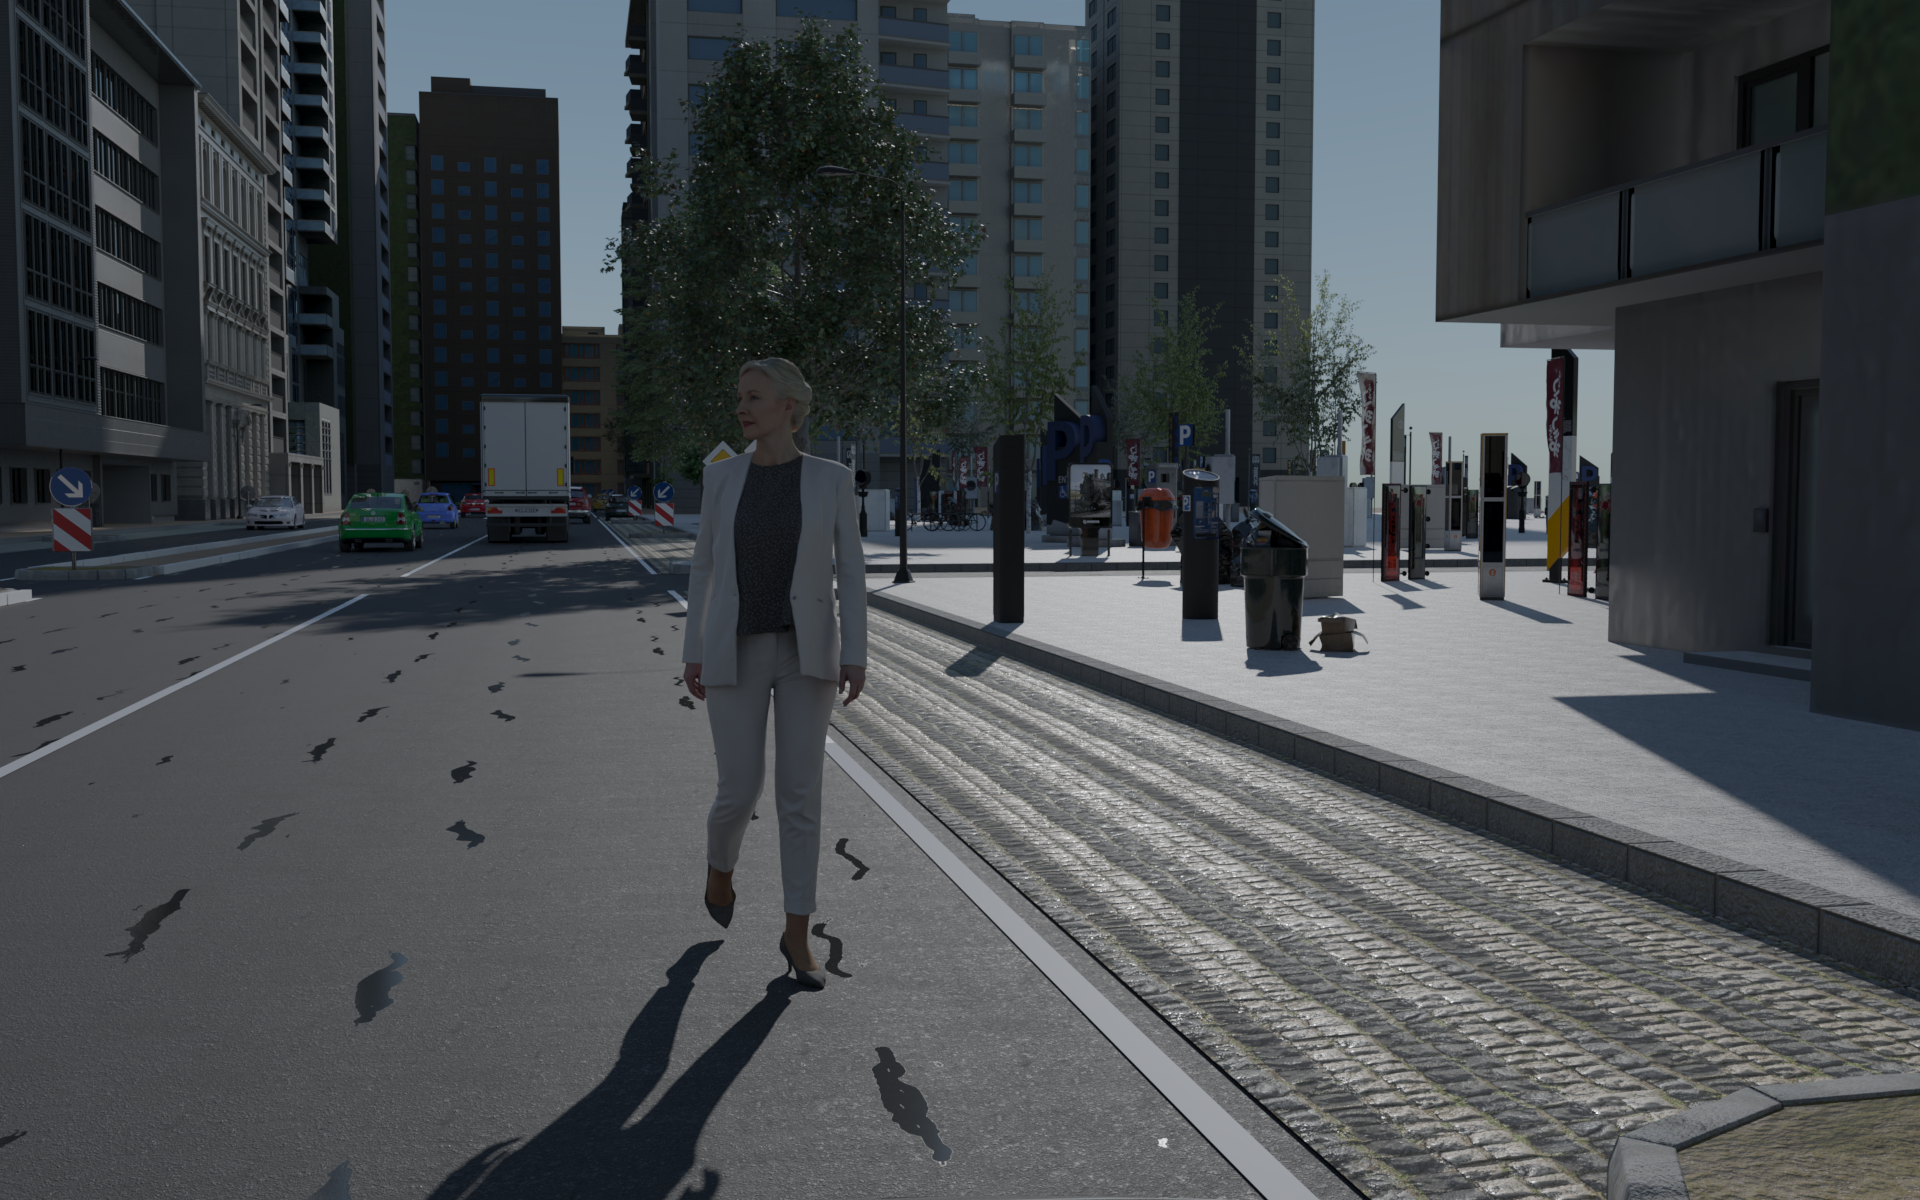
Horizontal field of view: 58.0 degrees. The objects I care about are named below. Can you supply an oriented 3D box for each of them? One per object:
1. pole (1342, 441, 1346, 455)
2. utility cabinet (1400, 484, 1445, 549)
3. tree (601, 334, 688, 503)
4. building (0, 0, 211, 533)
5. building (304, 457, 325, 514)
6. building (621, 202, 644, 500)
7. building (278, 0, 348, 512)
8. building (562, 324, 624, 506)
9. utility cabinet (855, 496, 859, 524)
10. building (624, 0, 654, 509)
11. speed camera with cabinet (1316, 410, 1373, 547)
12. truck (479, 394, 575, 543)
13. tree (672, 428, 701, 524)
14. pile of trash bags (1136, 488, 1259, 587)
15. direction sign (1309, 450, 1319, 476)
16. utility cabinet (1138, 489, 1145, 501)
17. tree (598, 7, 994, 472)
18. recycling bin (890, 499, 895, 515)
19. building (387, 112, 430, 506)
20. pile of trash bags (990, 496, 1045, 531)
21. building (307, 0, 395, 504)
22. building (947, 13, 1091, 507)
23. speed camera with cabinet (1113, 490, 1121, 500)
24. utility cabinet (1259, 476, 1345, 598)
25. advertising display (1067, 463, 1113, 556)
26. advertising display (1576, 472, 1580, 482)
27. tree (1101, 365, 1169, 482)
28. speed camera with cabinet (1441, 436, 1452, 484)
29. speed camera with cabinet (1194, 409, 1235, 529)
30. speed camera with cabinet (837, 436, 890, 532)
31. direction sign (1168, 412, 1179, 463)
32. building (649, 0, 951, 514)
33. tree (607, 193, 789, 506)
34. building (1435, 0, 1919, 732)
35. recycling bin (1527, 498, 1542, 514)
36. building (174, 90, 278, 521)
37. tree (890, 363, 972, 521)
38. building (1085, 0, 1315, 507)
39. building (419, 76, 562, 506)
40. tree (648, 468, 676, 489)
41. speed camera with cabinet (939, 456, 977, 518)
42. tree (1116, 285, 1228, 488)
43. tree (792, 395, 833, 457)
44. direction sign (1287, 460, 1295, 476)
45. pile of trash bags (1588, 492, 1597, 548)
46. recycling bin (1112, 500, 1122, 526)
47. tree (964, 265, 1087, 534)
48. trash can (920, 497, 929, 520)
[{"bbox_3d":[14.656,-4.428,66.240,0.158,3.312,0.155,0,3,0],"label":"pole"},{"bbox_3d":[10.710,-1.922,40.098,1.173,1.500,0.318,0,4,-3],"label":"utility cabinet"},{"bbox_3d":[-17.622,-10.250,101.997,7.601,10.594,8.767,-1,4,-15],"label":"tree"},{"bbox_3d":[-38.984,-15.055,65.215,14.314,24.678,30.058,-1,4,-13],"label":"building"},{"bbox_3d":[-51.819,-40.964,108.011,20.563,71.187,20.611,-1,4,-13],"label":"building"},{"bbox_3d":[-26.944,-24.645,174.642,14.160,30.474,14.107,-1,4,-13],"label":"building"},{"bbox_3d":[-59.307,-50.128,132.265,22.319,86.520,31.000,-1,4,-13],"label":"building"},{"bbox_3d":[-31.759,-21.913,203.313,28.899,21.520,27.650,-1,4,-13],"label":"building"},{"bbox_3d":[-4.233,-3.499,68.375,0.306,1.237,1.020,-1,4,-20],"label":"utility cabinet"},{"bbox_3d":[-18.149,-30.507,153.416,22.147,44.769,28.867,-1,4,-13],"label":"building"},{"bbox_3d":[9.169,-2.890,41.586,0.660,3.252,2.038,2,4,32],"label":"speed camera with cabinet"},{"bbox_3d":[-13.488,-3.996,54.246,2.839,4.237,11.283,-1,4,-13],"label":"truck"},{"bbox_3d":[-10.639,-5.501,73.653,4.285,4.588,4.351,0,3,0],"label":"tree"},{"bbox_3d":[3.795,-0.950,25.279,1.912,1.369,3.447,-3,4,-36],"label":"pile of trash bags"},{"bbox_3d":[18.232,-5.891,88.319,0.876,3.537,0.379,2,4,29],"label":"direction sign"},{"bbox_3d":[8.539,-4.188,77.155,1.173,1.500,0.318,1,4,18],"label":"utility cabinet"},{"bbox_3d":[-3.789,-7.607,41.386,9.611,12.733,9.660,0,3,0],"label":"tree"},{"bbox_3d":[-3.854,-5.151,96.768,0.722,1.027,0.722,1,4,13],"label":"recycling bin"},{"bbox_3d":[-65.243,-30.843,187.872,14.086,41.232,14.154,-1,4,-13],"label":"building"},{"bbox_3d":[2.664,-3.148,61.230,3.447,1.369,1.912,1,4,12],"label":"pile of trash bags"},{"bbox_3d":[-68.434,-37.899,161.650,28.212,58.520,21.231,-1,4,-13],"label":"building"},{"bbox_3d":[-1.921,-34.009,175.655,30.456,49.044,23.786,-1,4,-13],"label":"building"},{"bbox_3d":[6.249,-5.120,78.045,2.038,3.252,0.660,-2,4,-23],"label":"speed camera with cabinet"},{"bbox_3d":[4.167,-0.764,21.175,1.173,1.500,0.318,-2,4,-34],"label":"utility cabinet"},{"bbox_3d":[2.679,-1.868,35.752,0.974,1.923,0.123,-1,4,-17],"label":"advertising display"},{"bbox_3d":[17.312,-2.710,49.521,0.974,1.923,0.123,-2,4,-29],"label":"advertising display"},{"bbox_3d":[9.817,-9.061,98.511,4.360,8.622,3.978,0,3,0],"label":"tree"},{"bbox_3d":[16.312,-4.008,59.860,0.660,3.252,2.038,-1,4,-23],"label":"speed camera with cabinet"},{"bbox_3d":[6.006,-2.869,41.242,0.660,3.252,2.038,0,4,-6],"label":"speed camera with cabinet"},{"bbox_3d":[-3.459,-3.989,59.549,2.038,3.252,0.660,1,4,12],"label":"speed camera with cabinet"},{"bbox_3d":[5.926,-3.432,48.106,0.379,3.537,0.876,-1,4,-9],"label":"direction sign"},{"bbox_3d":[-11.756,-35.662,125.080,21.231,58.520,28.212,-1,4,-13],"label":"building"},{"bbox_3d":[-9.170,-8.977,64.897,7.486,12.596,7.792,0,3,0],"label":"tree"},{"bbox_3d":[11.470,-20.092,12.093,14.154,41.232,14.086,-1,4,-13],"label":"building"},{"bbox_3d":[37.864,-6.221,114.271,0.722,1.027,0.722,-2,4,-30],"label":"recycling bin"},{"bbox_3d":[-42.856,-15.987,90.272,11.050,23.489,19.941,-1,4,-13],"label":"building"},{"bbox_3d":[-1.821,-7.815,78.136,4.360,8.622,3.978,0,3,0],"label":"tree"},{"bbox_3d":[23.428,-45.506,182.278,20.611,71.187,20.563,-1,4,-13],"label":"building"},{"bbox_3d":[-51.119,-33.047,190.432,14.200,45.320,14.600,-1,4,-13],"label":"building"},{"bbox_3d":[-18.632,-7.021,109.398,1.663,3.219,1.824,0,3,0],"label":"tree"},{"bbox_3d":[-0.108,-5.908,90.938,2.038,3.252,0.660,0,4,1],"label":"speed camera with cabinet"},{"bbox_3d":[7.619,-6.821,61.884,4.737,8.622,4.395,0,3,0],"label":"tree"},{"bbox_3d":[-6.946,-7.835,78.472,4.737,8.622,4.395,0,3,0],"label":"tree"},{"bbox_3d":[21.956,-7.512,114.820,0.379,3.537,0.876,3,5,45],"label":"direction sign"},{"bbox_3d":[16.008,-2.019,42.758,1.912,1.369,3.447,1,4,12],"label":"pile of trash bags"},{"bbox_3d":[6.082,-3.476,69.379,0.722,1.027,0.722,0,4,-8],"label":"recycling bin"},{"bbox_3d":[2.197,-6.476,56.251,4.737,8.622,4.395,0,3,0],"label":"tree"},{"bbox_3d":[-1.705,-4.470,84.738,0.748,1.137,0.748,0,3,0],"label":"trash can"}]
